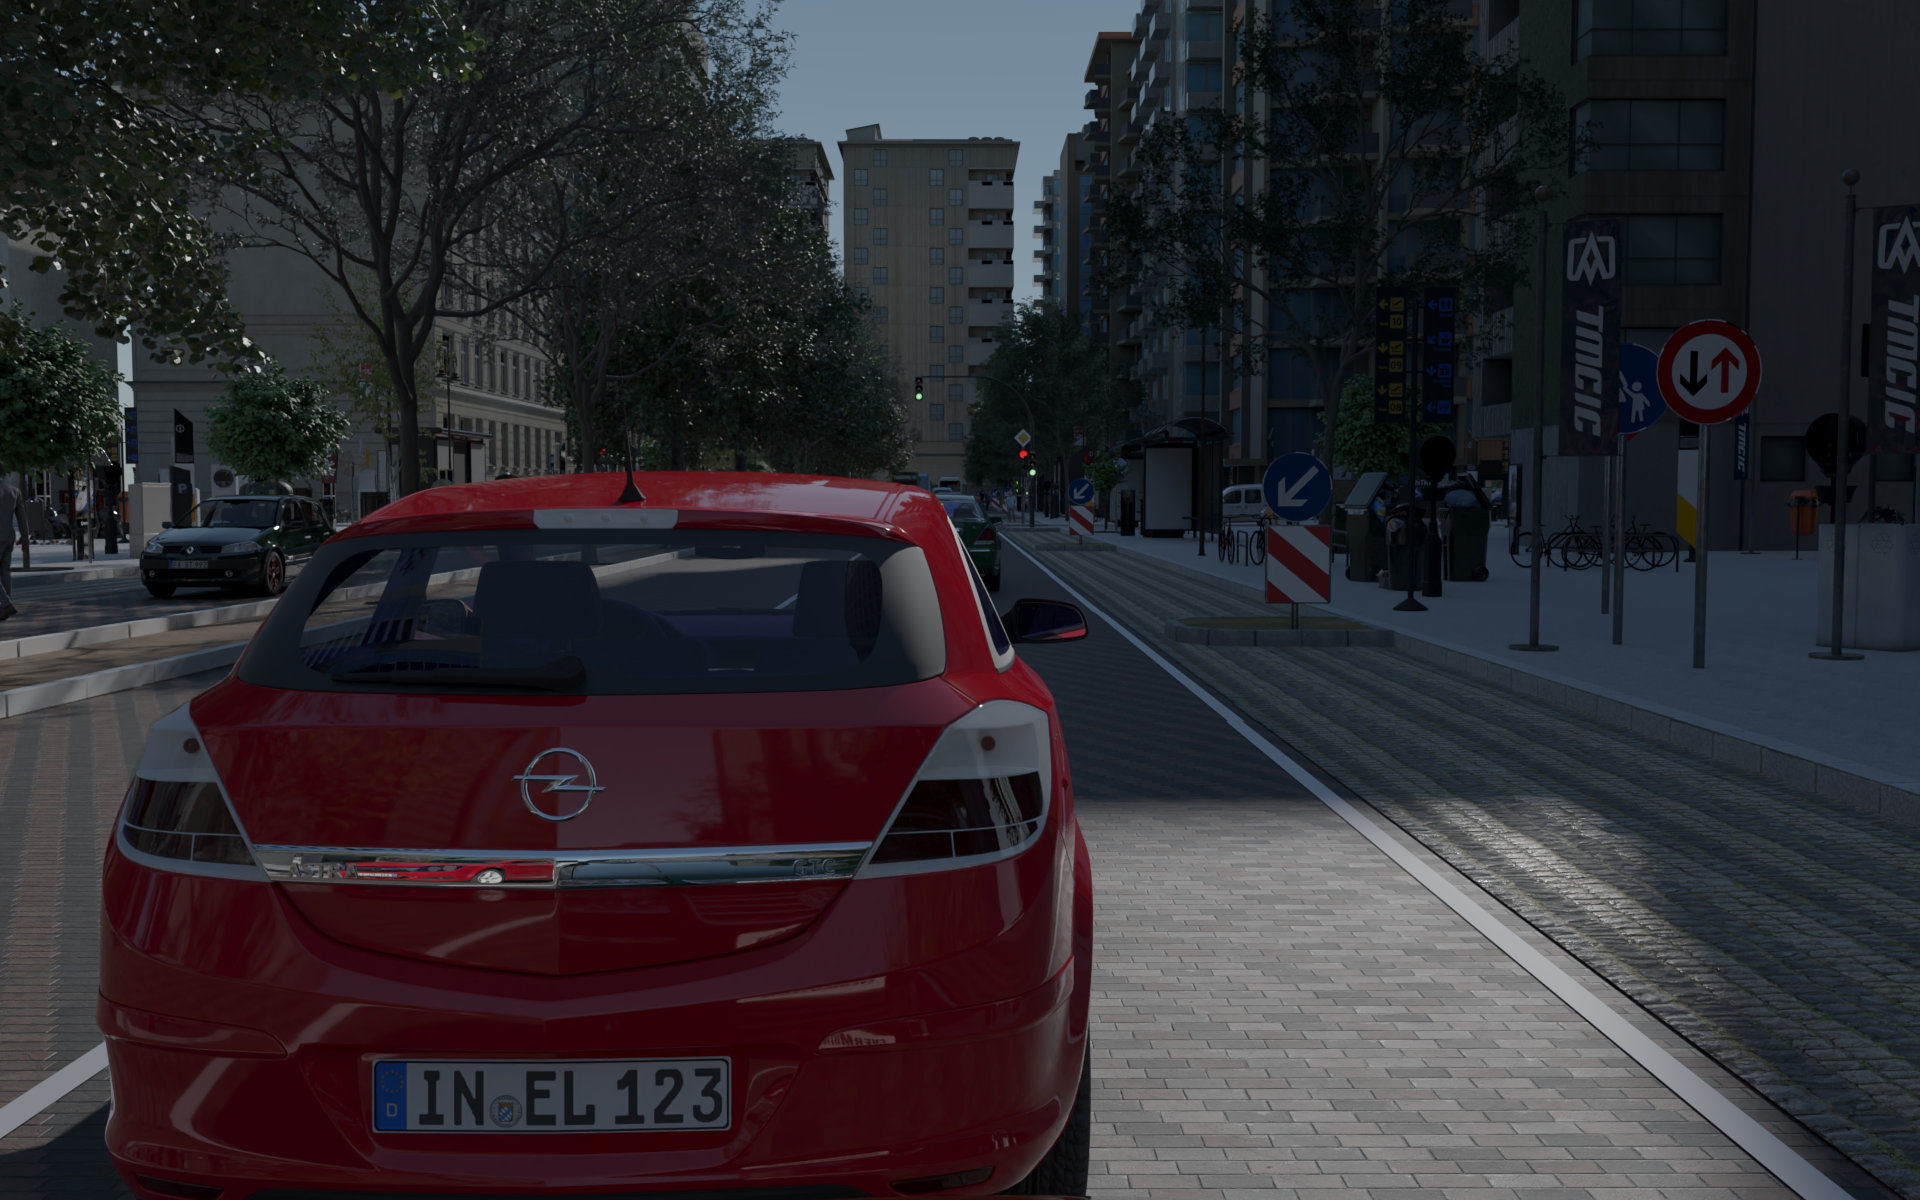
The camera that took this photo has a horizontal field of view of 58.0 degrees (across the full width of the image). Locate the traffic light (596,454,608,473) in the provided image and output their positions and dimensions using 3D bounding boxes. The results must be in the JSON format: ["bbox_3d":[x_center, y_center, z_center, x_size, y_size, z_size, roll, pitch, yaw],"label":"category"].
[{"bbox_3d":[-13.715,-4.744,66.489,0.839,4.253,0.868,0,4,0],"label":"traffic light"}]

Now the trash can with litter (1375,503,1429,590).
[{"bbox_3d":[5.863,-0.727,23.272,0.624,1.170,1.055,0,4,-8],"label":"trash can with litter"}]

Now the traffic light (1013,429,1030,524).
[{"bbox_3d":[2.702,-5.239,74.580,0.839,4.253,0.868,0,4,0],"label":"traffic light"}]

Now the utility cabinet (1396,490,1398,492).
[{"bbox_3d":[20.008,-4.336,79.574,1.173,1.500,0.318,2,4,33],"label":"utility cabinet"}]

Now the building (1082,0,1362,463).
[{"bbox_3d":[23.135,-31.174,164.318,22.147,44.769,28.867,0,4,0],"label":"building"}]

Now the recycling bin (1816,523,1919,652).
[{"bbox_3d":[7.702,-0.120,14.508,0.722,1.027,0.722,-3,4,-36],"label":"recycling bin"}]

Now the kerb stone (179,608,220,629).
[{"bbox_3d":[-8.298,0.213,18.714,0.120,0.150,1.000,0,4,0],"label":"kerb stone"}]

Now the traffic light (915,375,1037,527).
[{"bbox_3d":[0.654,-5.613,66.442,4.771,5.953,1.251,0,4,0],"label":"traffic light"}]

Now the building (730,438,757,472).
[{"bbox_3d":[-39.148,-21.996,204.672,28.899,21.520,27.650,0,4,0],"label":"building"}]

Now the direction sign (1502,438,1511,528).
[{"bbox_3d":[20.876,-4.508,65.710,0.379,3.537,0.876,-2,4,-27],"label":"direction sign"}]

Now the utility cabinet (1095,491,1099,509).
[{"bbox_3d":[9.339,-6.984,122.872,1.173,1.500,0.318,-1,4,-14],"label":"utility cabinet"}]

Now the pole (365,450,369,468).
[{"bbox_3d":[-27.354,-5.269,79.984,0.158,3.312,0.155,0,3,0],"label":"pole"}]

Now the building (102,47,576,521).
[{"bbox_3d":[-32.456,-16.120,96.849,16.112,22.955,30.059,0,4,0],"label":"building"}]

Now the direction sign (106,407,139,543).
[{"bbox_3d":[-21.818,-3.250,45.140,0.876,3.537,0.379,0,4,4],"label":"direction sign"}]

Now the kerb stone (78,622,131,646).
[{"bbox_3d":[-8.294,0.339,16.660,0.120,0.150,1.000,0,4,0],"label":"kerb stone"}]

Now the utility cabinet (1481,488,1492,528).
[{"bbox_3d":[19.117,-3.393,64.159,1.173,1.500,0.318,-1,4,-22],"label":"utility cabinet"}]

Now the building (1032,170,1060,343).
[{"bbox_3d":[25.733,-38.696,252.285,30.456,49.044,23.786,0,4,0],"label":"building"}]

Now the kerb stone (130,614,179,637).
[{"bbox_3d":[-8.289,0.276,17.682,0.120,0.150,1.000,0,4,0],"label":"kerb stone"}]

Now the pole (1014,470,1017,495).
[{"bbox_3d":[4.693,-9.294,145.803,0.158,3.312,0.155,0,3,0],"label":"pole"}]

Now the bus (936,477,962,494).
[{"bbox_3d":[-1.179,-12.210,194.492,2.948,3.499,13.247,0,4,-1],"label":"bus"}]

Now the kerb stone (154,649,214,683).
[{"bbox_3d":[-6.171,0.529,13.641,0.120,0.150,1.000,0,4,0],"label":"kerb stone"}]

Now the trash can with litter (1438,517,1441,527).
[{"bbox_3d":[17.032,-3.236,63.963,2.233,1.210,1.678,-2,4,-25],"label":"trash can with litter"}]

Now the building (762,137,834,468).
[{"bbox_3d":[-30.797,-40.699,254.666,27.495,52.752,28.713,0,4,0],"label":"building"}]

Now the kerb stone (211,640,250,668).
[{"bbox_3d":[-6.187,0.465,14.669,0.120,0.150,1.000,0,4,0],"label":"kerb stone"}]

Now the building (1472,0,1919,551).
[{"bbox_3d":[20.884,-16.715,44.992,14.160,30.474,14.107,0,4,0],"label":"building"}]

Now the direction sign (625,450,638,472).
[{"bbox_3d":[-16.846,-5.920,88.796,0.876,3.537,0.379,2,4,31],"label":"direction sign"}]

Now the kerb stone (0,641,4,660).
[{"bbox_3d":[-8.282,0.464,14.613,0.120,0.150,1.000,0,4,0],"label":"kerb stone"}]

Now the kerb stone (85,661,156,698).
[{"bbox_3d":[-6.165,0.586,12.616,0.120,0.150,1.000,0,4,0],"label":"kerb stone"}]

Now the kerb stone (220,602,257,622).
[{"bbox_3d":[-8.299,0.151,19.736,0.120,0.150,1.000,0,4,0],"label":"kerb stone"}]

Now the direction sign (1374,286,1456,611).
[{"bbox_3d":[4.971,-1.652,19.001,0.876,3.537,0.379,0,4,-2],"label":"direction sign"}]

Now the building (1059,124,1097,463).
[{"bbox_3d":[19.405,-34.265,210.347,14.600,45.320,14.200,0,4,0],"label":"building"}]

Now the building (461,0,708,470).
[{"bbox_3d":[-35.191,-32.792,159.851,21.300,48.544,21.600,0,4,0],"label":"building"}]

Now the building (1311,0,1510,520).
[{"bbox_3d":[27.243,-26.861,93.796,28.867,44.769,22.147,0,4,0],"label":"building"}]

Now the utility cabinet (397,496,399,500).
[{"bbox_3d":[-40.419,-6.939,124.621,1.020,1.237,0.306,2,4,27],"label":"utility cabinet"}]

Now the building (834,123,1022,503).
[{"bbox_3d":[-3.301,-40.693,254.561,27.495,52.752,28.713,0,4,0],"label":"building"}]

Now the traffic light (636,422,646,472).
[{"bbox_3d":[-11.668,-6.107,74.520,4.771,5.953,1.251,0,4,0],"label":"traffic light"}]

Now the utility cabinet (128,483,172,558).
[{"bbox_3d":[-16.299,-1.601,34.862,0.318,1.500,1.173,0,4,2],"label":"utility cabinet"}]

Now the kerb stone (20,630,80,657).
[{"bbox_3d":[-8.278,0.401,15.635,0.120,0.150,1.000,0,4,0],"label":"kerb stone"}]

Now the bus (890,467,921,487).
[{"bbox_3d":[-5.020,-10.253,159.185,2.896,3.916,12.252,0,4,-1],"label":"bus"}]

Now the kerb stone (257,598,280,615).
[{"bbox_3d":[-8.303,0.090,20.760,0.120,0.150,1.000,0,4,0],"label":"kerb stone"}]

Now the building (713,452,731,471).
[{"bbox_3d":[-31.477,-30.233,177.904,14.154,41.232,14.086,0,4,0],"label":"building"}]

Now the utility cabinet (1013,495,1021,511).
[{"bbox_3d":[4.456,-7.427,132.600,1.020,1.237,0.306,2,4,27],"label":"utility cabinet"}]

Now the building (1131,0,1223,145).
[{"bbox_3d":[25.131,-31.460,133.978,23.786,49.044,30.456,0,4,0],"label":"building"}]

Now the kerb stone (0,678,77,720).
[{"bbox_3d":[-6.155,0.649,11.586,0.120,0.150,1.000,0,4,0],"label":"kerb stone"}]

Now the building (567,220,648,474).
[{"bbox_3d":[-31.378,-19.034,130.295,14.460,24.649,34.723,0,4,0],"label":"building"}]

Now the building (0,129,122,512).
[{"bbox_3d":[-52.923,-14.161,86.286,16.860,20.320,10.420,0,4,0],"label":"building"}]
